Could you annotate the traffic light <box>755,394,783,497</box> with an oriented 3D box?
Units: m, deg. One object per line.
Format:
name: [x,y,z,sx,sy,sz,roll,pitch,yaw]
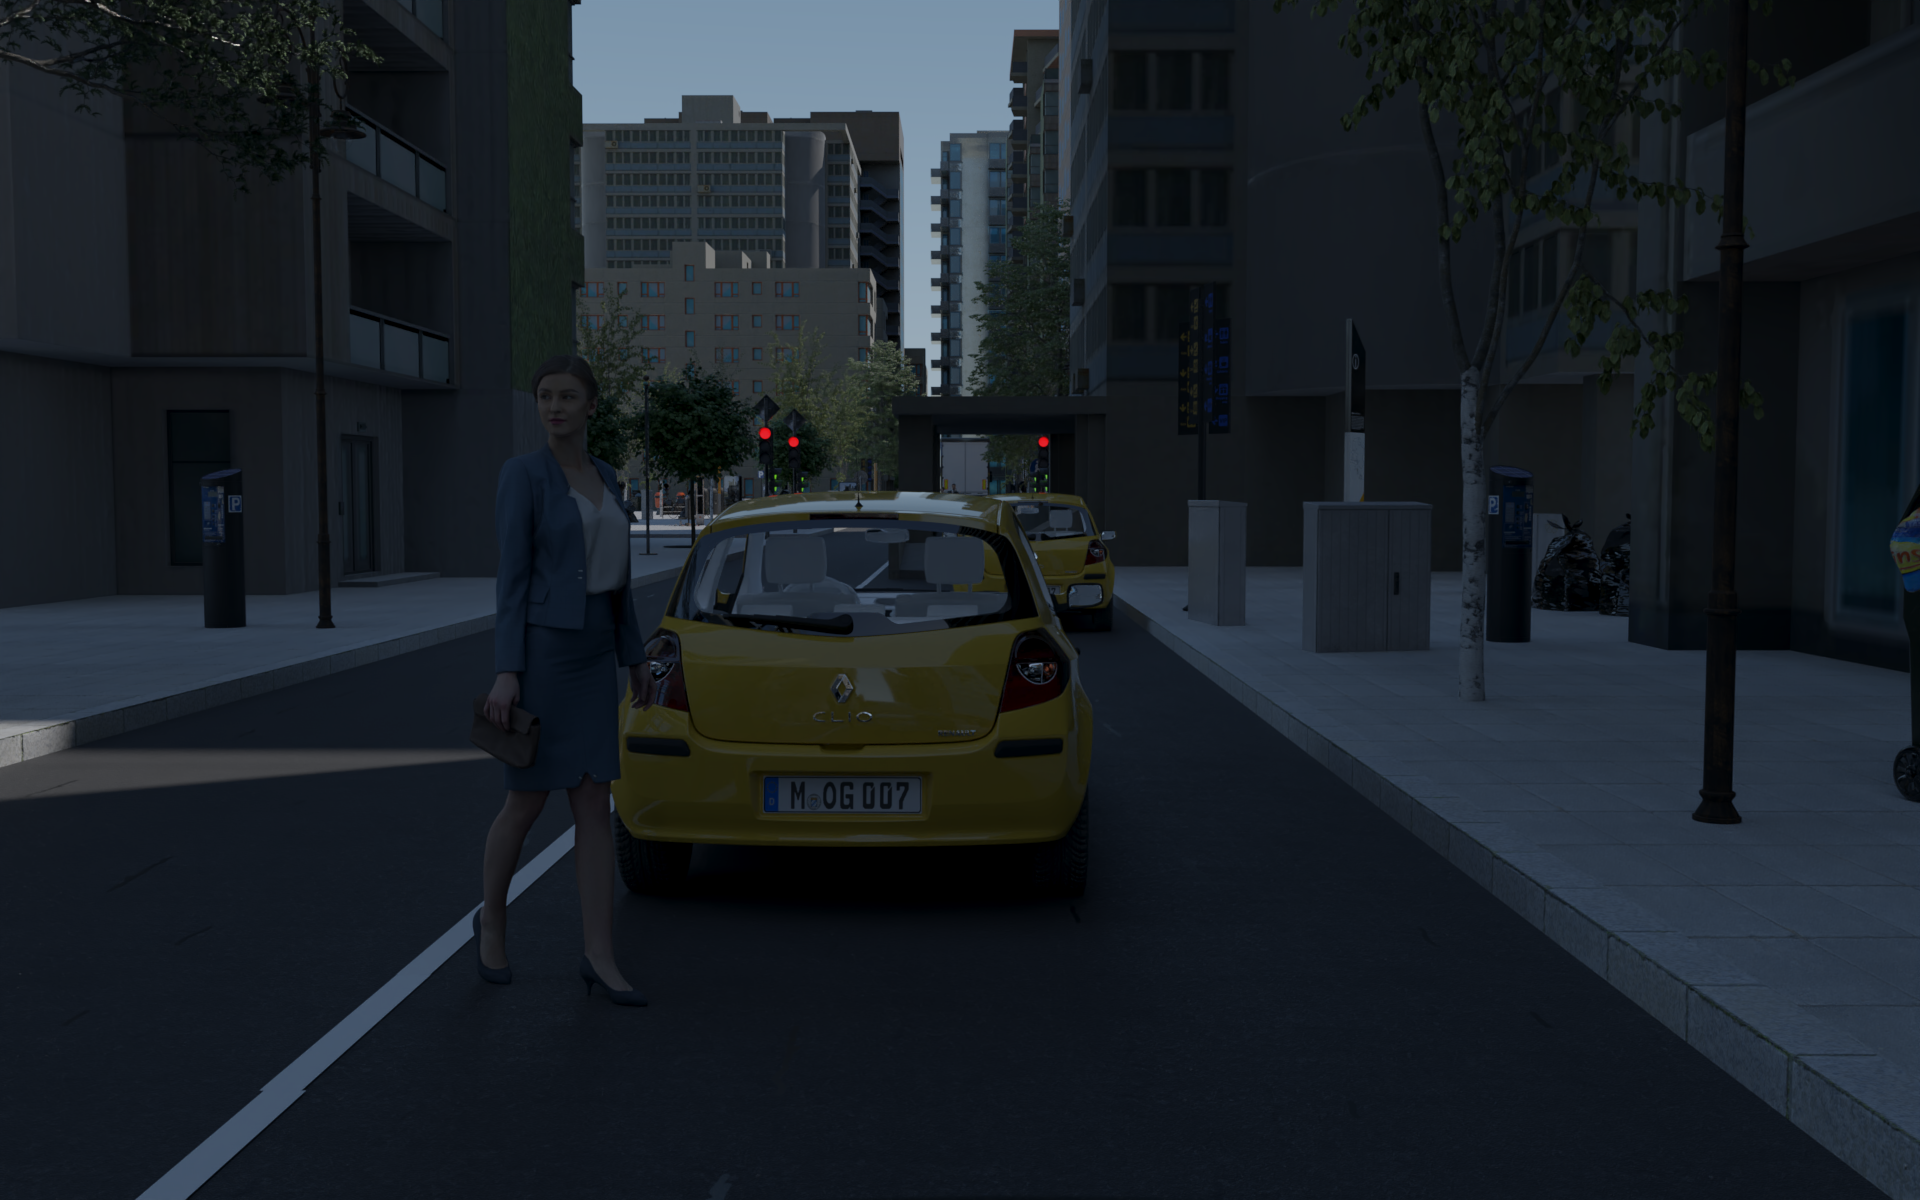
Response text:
traffic light: [-5.439,-3.665,48.841,0.839,4.253,0.868,0,4,0]

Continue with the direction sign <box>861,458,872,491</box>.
direction sign: [-5.959,-7.221,110.054,0.876,3.537,0.379,-3,5,-42]

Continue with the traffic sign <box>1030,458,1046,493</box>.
traffic sign: [2.843,-3.744,61.328,0.768,2.556,0.104,0,4,4]

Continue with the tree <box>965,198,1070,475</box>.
tree: [4.031,-9.097,66.865,7.486,12.596,7.792,0,3,0]

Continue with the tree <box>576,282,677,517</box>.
tree: [-12.404,-6.669,59.398,4.737,8.622,4.395,0,3,0]

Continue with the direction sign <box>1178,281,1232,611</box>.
direction sign: [2.638,-1.648,18.935,0.379,3.537,0.876,-1,4,-9]

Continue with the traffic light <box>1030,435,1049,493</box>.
traffic light: [2.707,-4.152,56.807,0.839,4.253,0.868,0,4,0]

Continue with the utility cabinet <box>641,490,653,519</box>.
utility cabinet: [-15.635,-4.768,86.632,0.318,1.500,1.173,0,4,4]

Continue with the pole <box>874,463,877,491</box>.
pole: [-5.528,-7.323,113.566,0.158,3.312,0.155,0,3,0]

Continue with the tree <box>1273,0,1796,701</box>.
tree: [3.208,-3.665,10.292,4.737,8.622,4.395,0,3,0]

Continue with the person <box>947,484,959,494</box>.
person: [-0.329,-4.316,78.422,0.648,1.900,0.474,-3,5,-40]

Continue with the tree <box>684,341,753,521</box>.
tree: [-12.020,-8.146,83.553,4.360,8.622,3.978,0,3,0]

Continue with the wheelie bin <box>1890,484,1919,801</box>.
wheelie bin: [4.333,0.052,7.053,0.980,1.594,0.693,-1,4,-9]

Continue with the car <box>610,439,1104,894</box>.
car: [-0.340,0.158,7.648,2.015,1.641,3.980,0,4,1]

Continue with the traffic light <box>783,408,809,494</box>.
traffic light: [-5.404,-4.153,56.826,0.839,4.253,0.868,0,4,0]

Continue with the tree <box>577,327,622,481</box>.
tree: [-16.125,-7.407,71.471,4.360,8.622,3.978,0,3,0]

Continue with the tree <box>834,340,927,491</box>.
tree: [-5.568,-12.810,127.569,7.486,12.596,7.792,0,3,0]

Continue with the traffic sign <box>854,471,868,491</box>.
traffic sign: [-5.369,-5.727,93.736,0.768,2.556,0.104,0,4,6]

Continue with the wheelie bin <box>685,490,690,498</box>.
wheelie bin: [-20.104,-7.456,129.809,0.693,1.594,0.980,2,4,27]

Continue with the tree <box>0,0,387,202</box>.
tree: [-6.805,-4.597,9.570,7.601,10.594,8.767,-1,4,-9]

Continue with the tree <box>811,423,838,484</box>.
tree: [-6.244,-4.885,63.585,4.285,4.588,4.351,0,3,0]

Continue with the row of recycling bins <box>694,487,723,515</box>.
row of recycling bins: [-15.170,-6.126,107.269,1.069,1.692,3.534,2,4,27]

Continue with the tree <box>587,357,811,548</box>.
tree: [-6.473,-3.546,41.685,4.285,4.588,4.351,0,3,0]

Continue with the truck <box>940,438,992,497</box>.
truck: [0.322,-6.280,91.588,2.839,4.237,11.283,0,4,1]

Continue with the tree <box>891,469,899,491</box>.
tree: [-6.054,-12.550,188.897,4.285,4.588,4.351,0,3,0]

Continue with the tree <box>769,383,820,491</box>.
tree: [-10.757,-9.952,113.076,4.360,8.622,3.978,0,3,0]

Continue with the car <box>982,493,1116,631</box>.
car: [0.792,-0.570,19.544,2.015,1.641,3.980,0,4,1]

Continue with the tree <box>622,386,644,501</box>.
tree: [-22.781,-10.212,117.333,4.360,8.622,3.978,0,3,0]

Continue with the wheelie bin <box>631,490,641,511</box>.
wheelie bin: [-24.333,-7.481,130.225,0.980,1.594,0.693,1,4,20]

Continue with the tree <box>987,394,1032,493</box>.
tree: [3.648,-9.752,109.814,4.737,8.622,4.395,0,3,0]

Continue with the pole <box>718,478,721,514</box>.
pole: [-14.181,-6.619,102.068,0.158,3.312,0.155,0,3,0]

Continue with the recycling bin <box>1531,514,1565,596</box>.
recycling bin: [7.269,-0.590,22.199,0.722,1.027,0.722,0,4,-1]

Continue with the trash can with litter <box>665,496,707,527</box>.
trash can with litter: [-10.954,-3.556,69.200,1.678,1.210,2.233,-1,4,-9]

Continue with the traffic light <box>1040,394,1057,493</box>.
traffic light: [2.673,-3.664,48.822,0.839,4.253,0.868,0,4,0]

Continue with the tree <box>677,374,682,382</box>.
tree: [-16.745,-8.995,97.431,4.737,8.622,4.395,0,3,0]

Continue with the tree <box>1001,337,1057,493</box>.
tree: [3.516,-7.915,79.777,4.360,8.622,3.978,0,3,0]

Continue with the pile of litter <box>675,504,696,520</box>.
pile of litter: [-13.493,-4.494,87.448,1.719,0.858,1.176,0,4,-6]

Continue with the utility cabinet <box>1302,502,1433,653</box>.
utility cabinet: [3.338,-0.185,14.189,1.020,1.237,0.306,-1,4,-14]

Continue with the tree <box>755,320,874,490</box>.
tree: [-6.923,-7.572,74.167,4.737,8.622,4.395,0,3,0]

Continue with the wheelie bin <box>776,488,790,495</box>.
wheelie bin: [-8.159,-4.386,79.622,0.693,1.594,0.980,-1,4,-19]

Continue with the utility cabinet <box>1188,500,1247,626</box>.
utility cabinet: [2.567,-0.375,17.295,0.306,1.237,1.020,-1,4,-9]
